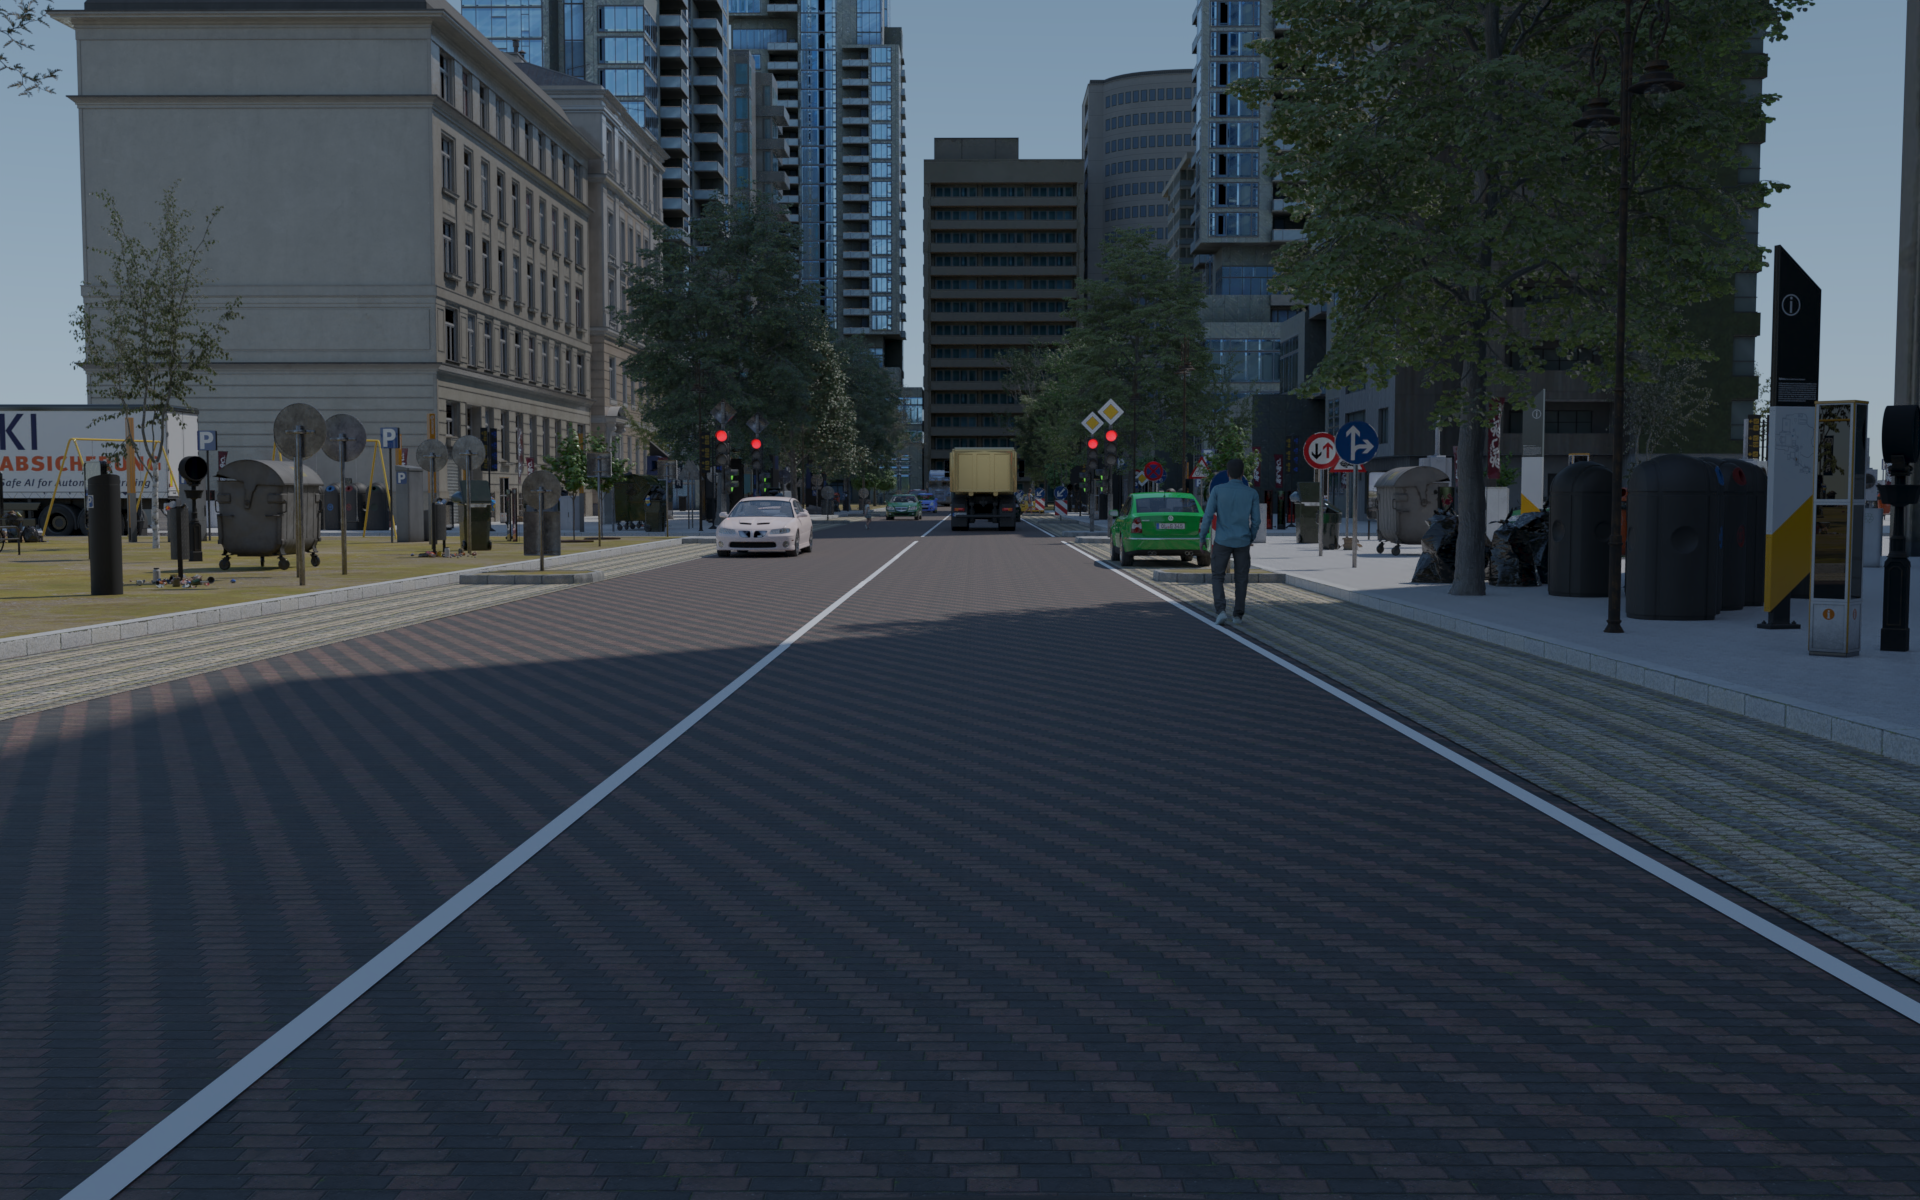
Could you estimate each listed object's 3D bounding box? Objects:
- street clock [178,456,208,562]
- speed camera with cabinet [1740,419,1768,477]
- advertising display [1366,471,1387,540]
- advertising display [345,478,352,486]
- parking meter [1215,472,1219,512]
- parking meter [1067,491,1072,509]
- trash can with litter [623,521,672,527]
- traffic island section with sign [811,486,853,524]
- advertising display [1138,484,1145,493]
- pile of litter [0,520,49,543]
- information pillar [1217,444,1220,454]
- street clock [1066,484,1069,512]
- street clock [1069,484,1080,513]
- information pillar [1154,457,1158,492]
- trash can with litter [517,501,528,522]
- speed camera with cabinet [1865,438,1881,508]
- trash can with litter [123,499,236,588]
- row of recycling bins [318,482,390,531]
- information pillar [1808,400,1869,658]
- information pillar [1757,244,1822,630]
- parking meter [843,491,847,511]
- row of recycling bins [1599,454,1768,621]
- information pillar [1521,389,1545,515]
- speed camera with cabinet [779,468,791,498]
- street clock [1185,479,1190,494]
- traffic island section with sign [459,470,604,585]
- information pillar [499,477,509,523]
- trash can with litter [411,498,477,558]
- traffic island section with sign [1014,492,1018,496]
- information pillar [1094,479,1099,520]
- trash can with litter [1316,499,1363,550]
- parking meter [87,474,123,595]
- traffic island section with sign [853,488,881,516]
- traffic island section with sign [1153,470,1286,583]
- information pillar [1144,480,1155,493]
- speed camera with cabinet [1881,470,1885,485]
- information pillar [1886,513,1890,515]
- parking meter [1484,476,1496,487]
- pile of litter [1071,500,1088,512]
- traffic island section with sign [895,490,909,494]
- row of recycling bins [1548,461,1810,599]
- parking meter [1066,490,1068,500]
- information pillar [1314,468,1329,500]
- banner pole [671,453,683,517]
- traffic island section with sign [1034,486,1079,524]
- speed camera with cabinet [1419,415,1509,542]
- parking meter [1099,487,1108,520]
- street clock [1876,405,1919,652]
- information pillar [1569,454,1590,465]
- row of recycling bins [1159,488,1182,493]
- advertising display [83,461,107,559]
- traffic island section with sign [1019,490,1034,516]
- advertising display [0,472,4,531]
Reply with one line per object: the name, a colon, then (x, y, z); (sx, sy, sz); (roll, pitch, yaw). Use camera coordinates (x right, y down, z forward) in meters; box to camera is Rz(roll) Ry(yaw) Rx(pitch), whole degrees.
street clock: (-14.555, -1.734, 32.919); (0.358, 2.002, 0.471); (3, 5, 39)
speed camera with cabinet: (20.330, -3.103, 45.071); (2.038, 3.252, 0.660); (-3, 5, -44)
advertising display: (11.878, -2.645, 48.461); (0.974, 1.923, 0.123); (0, 4, 3)
advertising display: (-24.534, -3.927, 69.427); (0.123, 1.923, 0.974); (0, 4, -5)
parking meter: (6.857, -2.462, 45.959); (0.255, 1.863, 0.399); (1, 4, 13)
parking meter: (7.840, -7.052, 123.709); (0.372, 1.533, 0.369); (0, 3, 0)
trash can with litter: (-12.316, -3.475, 67.878); (2.233, 1.210, 1.678); (-2, 4, -26)
traffic island section with sign: (-6.356, -4.596, 83.765); (1.989, 1.847, 2.006); (0, 4, 1)
advertising display: (9.403, -5.207, 90.341); (0.123, 1.923, 0.974); (-1, 4, -22)
pile of litter: (-25.034, -1.941, 45.696); (1.719, 0.858, 1.176); (-1, 4, -22)
information pillar: (10.321, -4.684, 67.932); (0.504, 3.616, 0.183); (0, 4, -2)
street clock: (7.682, -7.123, 121.027); (0.471, 2.002, 0.358); (-1, 4, -8)
street clock: (7.998, -7.004, 119.084); (0.471, 2.002, 0.358); (-2, 4, -33)
information pillar: (12.499, -7.285, 110.466); (0.183, 3.616, 0.504); (3, 4, 37)
trash can with litter: (-19.841, -4.158, 79.365); (0.624, 1.170, 1.055); (2, 4, 27)
speed camera with cabinet: (31.140, -4.075, 60.963); (2.038, 3.252, 0.660); (2, 4, 27)
trash can with litter: (-11.159, -0.822, 24.493); (1.678, 1.210, 2.233); (-1, 4, -23)
row of recycling bins: (-21.815, -3.328, 61.520); (3.534, 1.692, 1.069); (1, 4, 18)
information pillar: (6.947, -0.563, 13.702); (0.304, 2.012, 0.304); (-3, 5, -44)
information pillar: (7.887, -1.533, 16.424); (0.504, 3.616, 0.183); (-1, 4, -14)
parking meter: (-8.752, -7.548, 131.817); (0.372, 1.533, 0.369); (0, 3, 0)
row of recycling bins: (8.062, -0.725, 18.964); (1.069, 1.692, 3.534); (2, 4, 35)
information pillar: (12.852, -2.904, 38.831); (0.504, 3.616, 0.183); (3, 5, 42)
speed camera with cabinet: (-13.032, -8.008, 125.260); (0.660, 3.252, 2.038); (2, 4, 32)
street clock: (10.675, -4.717, 81.694); (0.358, 2.002, 0.471); (0, 4, 1)
traffic island section with sign: (-6.887, -1.196, 28.177); (1.989, 1.847, 2.006); (0, 4, 1)
information pillar: (-19.890, -4.351, 75.635); (0.304, 2.012, 0.304); (3, 4, 37)
trash can with litter: (-10.488, -1.509, 35.727); (1.678, 1.210, 2.233); (0, 4, 6)
traffic island section with sign: (5.738, -10.969, 187.971); (1.989, 1.847, 2.006); (0, 4, 1)
information pillar: (6.585, -4.896, 84.540); (0.304, 2.012, 0.304); (-3, 5, -41)
trash can with litter: (8.738, -1.742, 39.862); (1.055, 1.170, 0.624); (2, 4, 28)
parking meter: (-10.881, -0.834, 22.051); (0.372, 1.533, 0.369); (0, 3, 0)
traffic island section with sign: (-6.110, -6.253, 110.860); (1.989, 1.847, 2.006); (0, 4, 1)
traffic island section with sign: (4.236, -1.224, 28.642); (1.989, 1.847, 2.006); (0, 4, 1)
information pillar: (9.506, -5.067, 87.329); (0.304, 2.012, 0.304); (-2, 4, -35)
speed camera with cabinet: (60.378, -7.362, 114.706); (0.660, 3.252, 2.038); (-2, 4, -23)
information pillar: (62.089, -6.798, 115.633); (0.304, 2.012, 0.304); (3, 5, 42)
parking meter: (15.702, -2.791, 51.351); (0.255, 1.863, 0.399); (0, 4, -4)
pile of litter: (8.343, -6.645, 122.618); (1.719, 0.858, 1.176); (0, 4, 3)
traffic island section with sign: (-5.629, -9.355, 161.576); (1.989, 1.847, 2.006); (0, 4, 1)
row of recycling bins: (9.207, -0.885, 21.581); (3.534, 1.692, 1.069); (0, 4, 8)
parking meter: (8.205, -7.730, 132.096); (0.255, 1.863, 0.399); (1, 4, 9)
information pillar: (10.055, -2.676, 48.241); (0.304, 2.012, 0.304); (-1, 4, -15)
banner pole: (-15.893, -6.540, 96.939); (0.863, 3.779, 0.401); (-2, 4, -28)
traffic island section with sign: (4.766, -4.625, 84.249); (1.989, 1.847, 2.006); (0, 4, 1)
speed camera with cabinet: (12.178, -2.908, 41.876); (2.038, 3.252, 0.660); (0, 4, 2)
parking meter: (7.125, -4.917, 86.104); (0.399, 1.863, 0.255); (3, 5, 45)
street clock: (7.658, -0.585, 14.130); (0.358, 2.002, 0.471); (3, 4, 37)
information pillar: (11.249, -1.653, 31.525); (0.304, 2.012, 0.304); (0, 4, 8)
row of recycling bins: (14.990, -7.333, 127.007); (3.534, 1.692, 1.069); (2, 4, 25)
advertising display: (-16.815, -1.743, 33.718); (0.123, 1.923, 0.974); (-3, 5, -44)
traffic island section with sign: (5.010, -6.300, 111.637); (1.989, 1.847, 2.006); (0, 4, 1)
advertising display: (-28.285, -2.772, 50.538); (0.974, 1.923, 0.123); (2, 4, 26)
